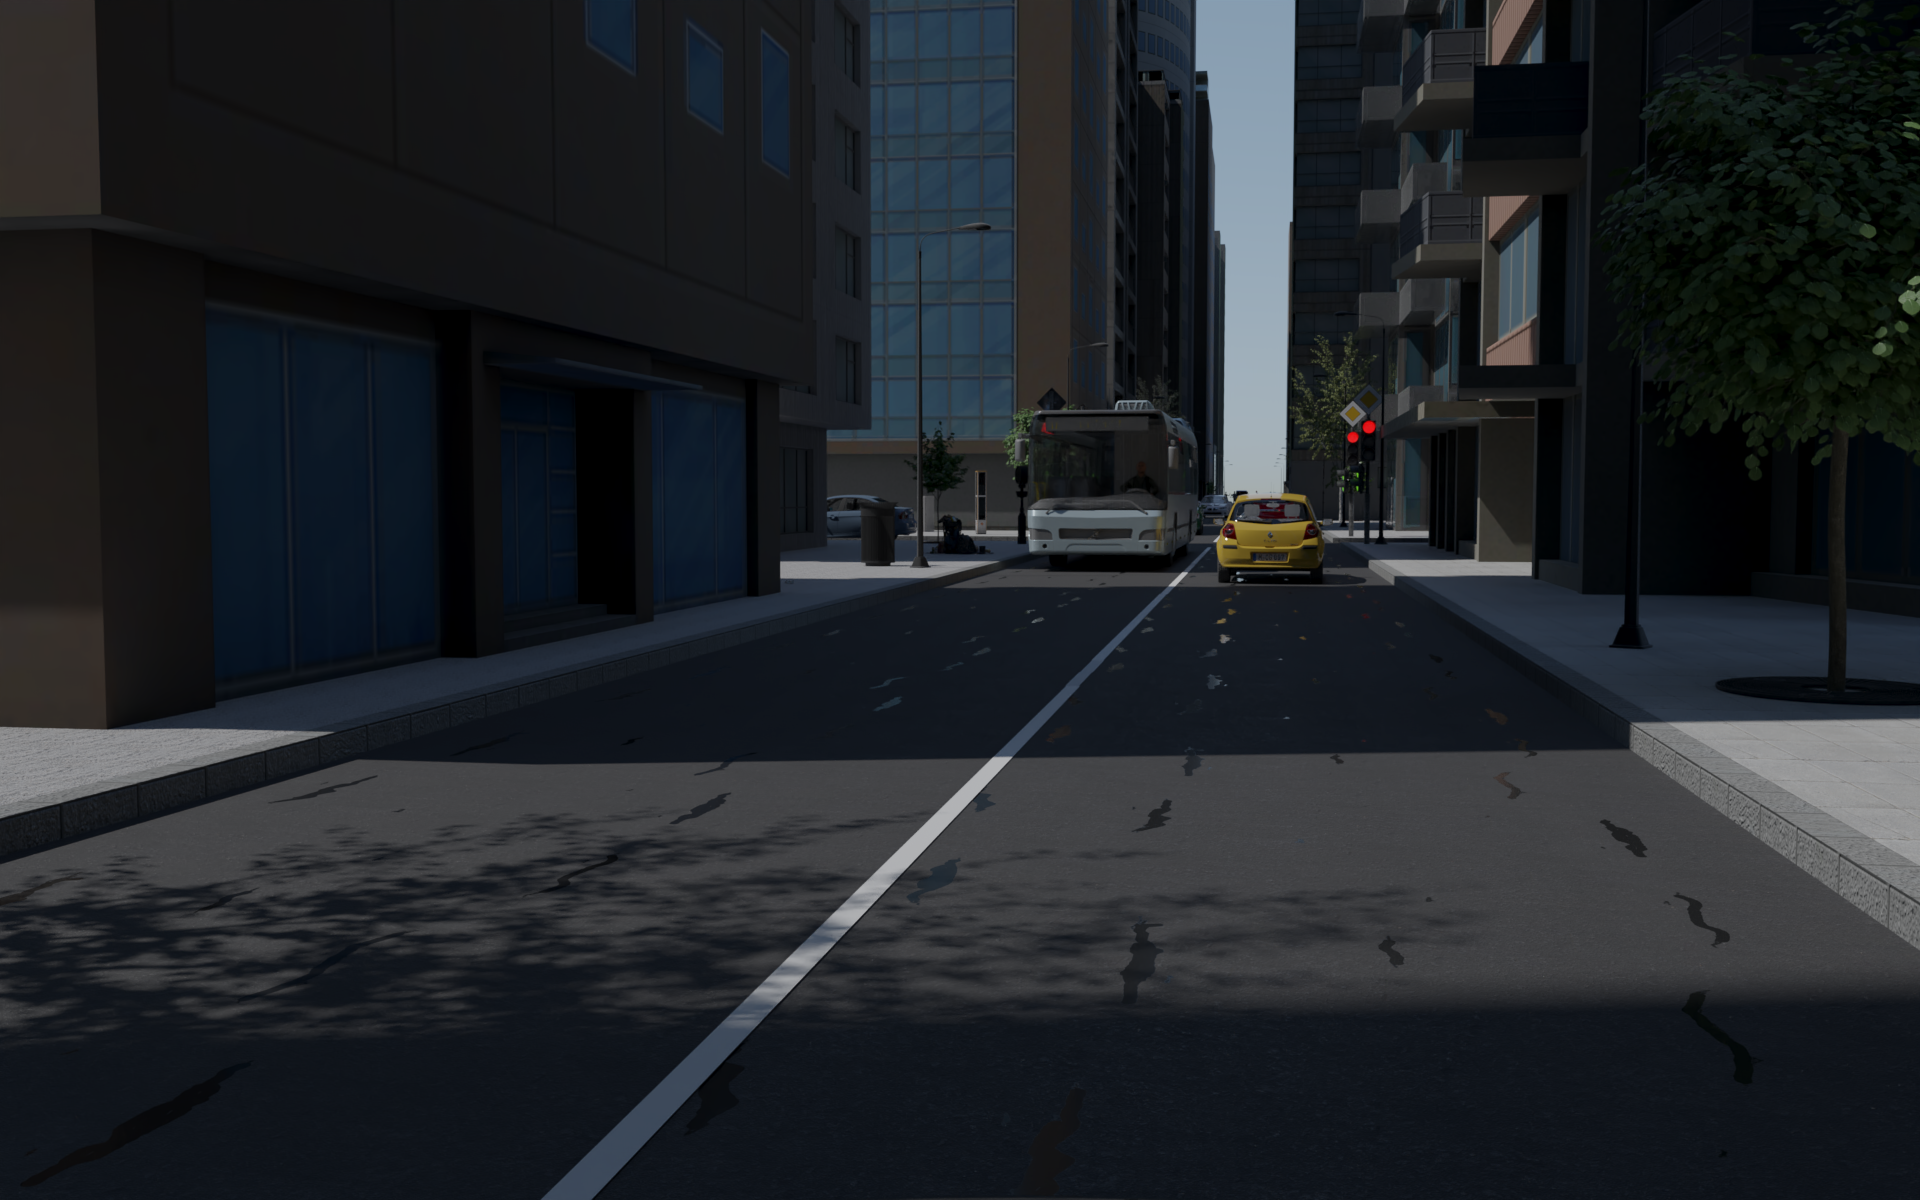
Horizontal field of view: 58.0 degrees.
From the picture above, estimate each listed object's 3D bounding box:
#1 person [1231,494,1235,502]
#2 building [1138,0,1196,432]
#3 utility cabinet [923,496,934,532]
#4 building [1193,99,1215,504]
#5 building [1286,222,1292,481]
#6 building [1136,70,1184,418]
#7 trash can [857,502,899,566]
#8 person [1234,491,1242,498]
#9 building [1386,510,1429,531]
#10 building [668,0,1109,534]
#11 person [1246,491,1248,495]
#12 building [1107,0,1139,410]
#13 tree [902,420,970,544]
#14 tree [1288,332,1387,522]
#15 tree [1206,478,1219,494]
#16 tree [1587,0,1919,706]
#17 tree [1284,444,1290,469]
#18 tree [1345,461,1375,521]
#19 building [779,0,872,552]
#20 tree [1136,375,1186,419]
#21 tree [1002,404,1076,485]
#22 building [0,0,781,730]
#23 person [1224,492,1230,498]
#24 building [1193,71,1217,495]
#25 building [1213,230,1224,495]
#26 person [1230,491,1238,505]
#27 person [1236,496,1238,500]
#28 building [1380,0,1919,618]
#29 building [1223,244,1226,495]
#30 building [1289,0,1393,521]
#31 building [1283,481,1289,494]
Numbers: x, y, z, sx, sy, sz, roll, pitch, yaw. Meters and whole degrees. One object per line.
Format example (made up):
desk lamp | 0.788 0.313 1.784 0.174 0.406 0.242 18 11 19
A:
person | 36.559 -13.443 231.489 0.799 1.438 0.628 -1 4 -19
building | 8.205 -36.724 142.435 21.231 58.520 28.212 1 4 10
utility cabinet | -1.169 -2.929 59.049 0.306 1.237 1.020 1 4 17
building | 20.960 -33.268 194.038 14.600 45.320 14.200 1 4 10
building | 58.951 -38.195 274.596 14.600 45.320 14.200 1 4 10
building | 8.005 -21.277 119.577 14.160 30.474 14.107 1 4 10
trash can | -1.464 -1.177 30.890 0.748 1.137 0.748 0 3 0
person | 34.905 -12.707 216.276 1.348 1.821 0.705 1 4 21
building | 29.576 -26.968 60.530 30.456 49.044 23.786 1 4 10
building | -1.799 -25.472 66.577 14.600 45.320 14.200 1 4 10
person | 42.056 -14.975 253.276 0.705 1.831 1.348 3 4 38
building | 1.091 -39.925 91.025 20.563 71.187 20.611 1 4 10
tree | -0.525 -3.088 45.085 1.663 3.219 1.824 0 3 0
tree | 16.986 -7.813 78.106 4.737 8.622 4.395 0 3 0
tree | 29.613 -12.787 203.665 1.663 3.219 1.824 0 3 0
tree | 5.708 -1.677 11.133 4.285 4.588 4.351 0 3 0
tree | 42.173 -16.168 214.709 4.360 8.622 3.978 0 3 0
tree | 18.403 -5.319 81.561 1.663 3.219 1.824 0 3 0
building | -9.692 -21.747 39.164 14.086 41.232 14.154 1 4 10
tree | 11.825 -9.550 106.509 4.360 8.622 3.978 0 3 0
tree | 3.012 -4.498 57.253 4.285 4.588 4.351 0 3 0
building | -9.944 -22.363 15.750 14.600 45.320 14.200 1 4 10
person | 31.152 -11.781 201.917 0.742 1.727 0.445 0 4 -4
building | 24.659 -56.688 239.518 22.319 86.520 31.000 1 4 10
building | 32.071 -35.404 262.451 14.154 41.232 14.086 1 4 10
person | 35.515 -13.177 223.952 1.348 1.824 0.705 2 4 33
person | 36.798 -13.356 230.062 0.799 1.438 0.628 2 4 29
building | 18.846 -22.792 27.282 22.147 44.769 28.867 1 4 10
building | 35.030 -36.272 276.642 14.154 41.232 14.086 1 4 10
building | 24.155 -24.763 88.463 14.154 41.232 14.086 1 4 10
building | 64.336 -34.397 254.278 32.217 40.220 23.993 1 4 10
